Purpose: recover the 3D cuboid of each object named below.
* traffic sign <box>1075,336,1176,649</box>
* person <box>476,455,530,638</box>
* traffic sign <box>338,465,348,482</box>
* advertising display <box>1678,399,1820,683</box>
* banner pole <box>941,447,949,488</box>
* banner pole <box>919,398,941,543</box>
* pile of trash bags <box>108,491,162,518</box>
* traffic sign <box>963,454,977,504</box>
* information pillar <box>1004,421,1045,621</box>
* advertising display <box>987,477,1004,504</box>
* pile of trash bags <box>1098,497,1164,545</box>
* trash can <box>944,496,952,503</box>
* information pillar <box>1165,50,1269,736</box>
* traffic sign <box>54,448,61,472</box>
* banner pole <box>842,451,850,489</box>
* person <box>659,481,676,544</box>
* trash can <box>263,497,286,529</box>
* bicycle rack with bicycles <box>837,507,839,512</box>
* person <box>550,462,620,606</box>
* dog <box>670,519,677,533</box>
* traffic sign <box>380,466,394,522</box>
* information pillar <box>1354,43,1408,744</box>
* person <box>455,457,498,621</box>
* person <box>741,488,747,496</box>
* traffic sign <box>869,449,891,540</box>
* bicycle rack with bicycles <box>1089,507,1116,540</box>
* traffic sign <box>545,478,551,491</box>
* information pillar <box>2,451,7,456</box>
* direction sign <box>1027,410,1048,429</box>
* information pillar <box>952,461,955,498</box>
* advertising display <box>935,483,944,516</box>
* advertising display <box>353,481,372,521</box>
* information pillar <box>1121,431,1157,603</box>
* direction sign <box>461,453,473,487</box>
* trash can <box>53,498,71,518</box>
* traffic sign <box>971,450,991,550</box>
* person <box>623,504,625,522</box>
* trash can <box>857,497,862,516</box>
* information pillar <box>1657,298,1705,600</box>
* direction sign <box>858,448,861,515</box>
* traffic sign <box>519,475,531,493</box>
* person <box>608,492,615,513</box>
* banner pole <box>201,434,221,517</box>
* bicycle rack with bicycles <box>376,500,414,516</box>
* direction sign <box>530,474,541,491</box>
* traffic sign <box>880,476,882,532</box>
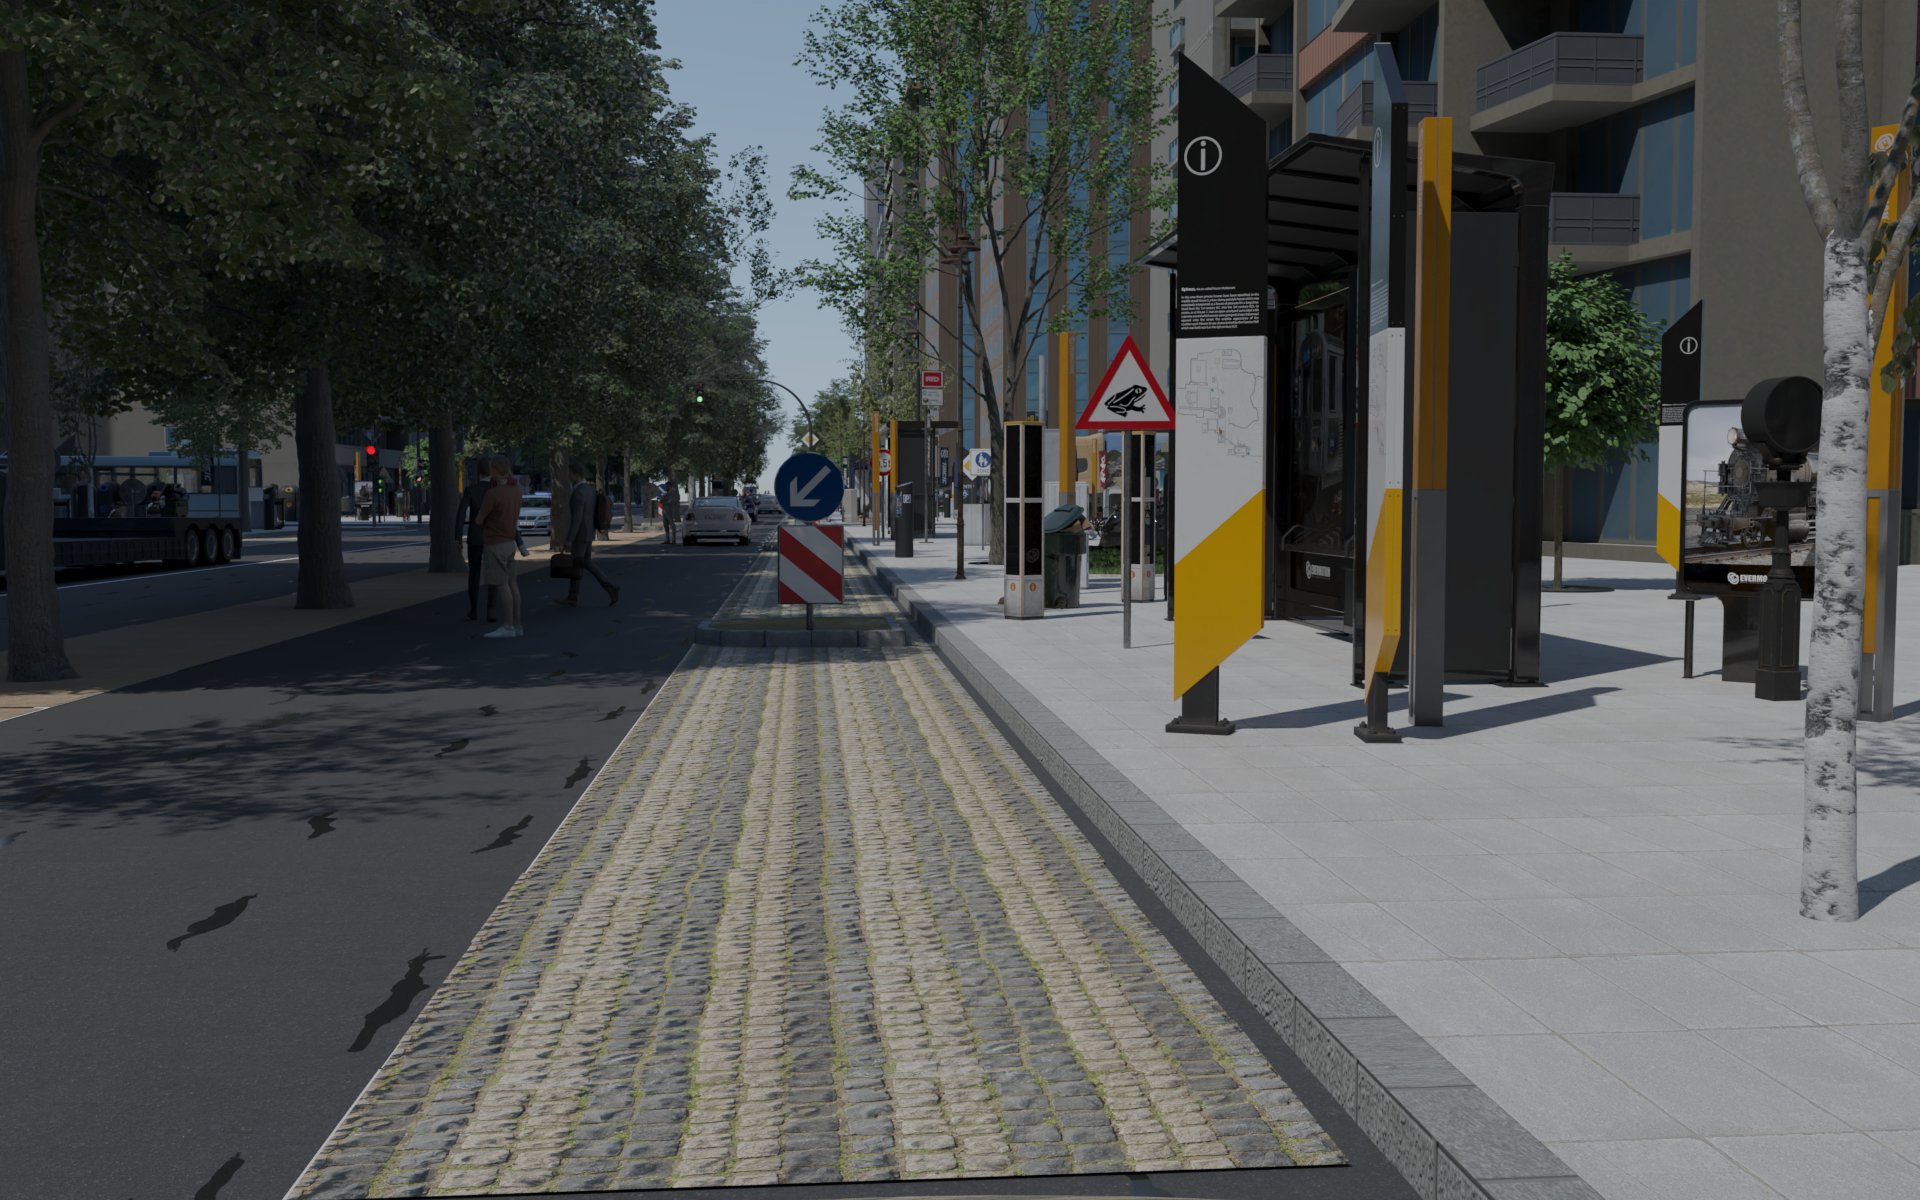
[{"bbox_3d":[1.386,-0.875,14.306,0.884,2.594,0.081,0,4,2],"label":"traffic sign"},{"bbox_3d":[-4.602,-0.547,17.425,0.573,1.828,0.580,-2,4,-33],"label":"person"},{"bbox_3d":[-28.188,-4.804,78.556,0.884,2.594,0.081,0,4,0],"label":"traffic sign"},{"bbox_3d":[5.387,-0.398,11.726,0.974,1.923,0.123,3,5,41],"label":"advertising display"},{"bbox_3d":[-0.861,-5.579,81.237,0.863,3.779,0.401,-2,4,-33],"label":"banner pole"},{"bbox_3d":[-0.839,-3.363,44.998,0.401,3.779,0.863,-1,4,-11],"label":"banner pole"},{"bbox_3d":[-25.046,-2.663,53.296,1.912,1.369,3.447,-1,4,-10],"label":"pile of trash bags"},{"bbox_3d":[0.326,-2.790,46.807,0.795,2.450,0.064,0,4,-4],"label":"traffic sign"},{"bbox_3d":[0.655,-0.806,17.669,0.304,2.012,0.304,-3,4,-36],"label":"information pillar"},{"bbox_3d":[1.536,-3.790,67.180,0.974,1.923,0.123,0,4,-3],"label":"advertising display"},{"bbox_3d":[4.738,-2.009,42.593,1.912,1.369,3.447,2,4,26],"label":"pile of trash bags"},{"bbox_3d":[-0.941,-7.566,135.361,0.748,1.137,0.748,0,3,0],"label":"trash can"},{"bbox_3d":[1.371,-1.091,9.193,0.504,3.616,0.183,1,4,21],"label":"information pillar"},{"bbox_3d":[-23.999,-2.776,45.500,0.768,2.556,0.104,0,4,-2],"label":"traffic sign"},{"bbox_3d":[-6.557,-6.754,100.438,0.401,3.779,0.863,-3,5,-44],"label":"banner pole"},{"bbox_3d":[-8.379,-2.496,49.489,0.511,1.800,0.466,2,4,27],"label":"person"},{"bbox_3d":[-24.937,-3.145,63.072,0.748,1.137,0.748,0,3,0],"label":"trash can"},{"bbox_3d":[-8.185,-6.848,125.342,2.852,0.926,2.925,-1,4,-17],"label":"bicycle rack with bicycles"},{"bbox_3d":[-4.779,-0.832,22.066,0.822,1.834,0.622,0,4,-3],"label":"person"},{"bbox_3d":[-10.696,-2.770,64.571,0.406,0.507,0.540,-3,4,-38],"label":"dog"},{"bbox_3d":[-26.778,-4.923,80.498,0.884,2.594,0.081,0,4,-4],"label":"traffic sign"},{"bbox_3d":[2.182,-1.072,8.879,0.183,3.616,0.504,0,4,2],"label":"information pillar"},{"bbox_3d":[-5.402,-0.692,19.595,0.659,1.850,0.755,-1,4,-21],"label":"person"},{"bbox_3d":[-14.537,-6.599,116.408,0.388,1.821,0.555,2,4,24],"label":"person"},{"bbox_3d":[-2.158,-2.969,48.645,0.768,2.556,0.104,0,4,-1],"label":"traffic sign"},{"bbox_3d":[4.011,-2.186,49.120,2.925,0.926,2.852,-1,4,-14],"label":"bicycle rack with bicycles"},{"bbox_3d":[-32.403,-8.355,136.713,0.768,2.556,0.104,0,4,3],"label":"traffic sign"},{"bbox_3d":[-50.385,-6.120,91.420,0.183,3.616,0.504,2,4,30],"label":"information pillar"},{"bbox_3d":[2.099,-3.376,47.203,0.379,3.537,0.876,-3,4,-37],"label":"direction sign"},{"bbox_3d":[-0.451,-8.074,123.371,0.183,3.616,0.504,1,4,14],"label":"information pillar"},{"bbox_3d":[-1.422,-5.993,103.201,0.974,1.923,0.123,-2,4,-30],"label":"advertising display"},{"bbox_3d":[-28.523,-4.756,82.969,0.974,1.923,0.123,-2,4,-25],"label":"advertising display"},{"bbox_3d":[2.107,-0.976,20.450,0.304,2.012,0.304,3,4,36],"label":"information pillar"},{"bbox_3d":[-27.041,-6.293,94.883,0.379,3.537,0.876,3,4,38],"label":"direction sign"},{"bbox_3d":[-29.499,-2.758,56.744,0.748,1.137,0.748,0,3,0],"label":"trash can"},{"bbox_3d":[0.523,-2.277,39.365,0.606,2.300,0.079,0,4,-5],"label":"traffic sign"},{"bbox_3d":[-17.283,-4.708,89.748,0.394,1.301,0.425,-2,4,-32],"label":"person"},{"bbox_3d":[-5.137,-4.434,84.146,0.748,1.137,0.748,0,3,0],"label":"trash can"},{"bbox_3d":[8.740,-1.813,20.991,0.504,3.616,0.183,3,5,42],"label":"information pillar"},{"bbox_3d":[-4.925,-5.707,85.304,0.379,3.537,0.876,0,4,4],"label":"direction sign"},{"bbox_3d":[-29.369,-7.147,116.957,0.768,2.556,0.104,0,4,-4],"label":"traffic sign"},{"bbox_3d":[-27.046,-7.580,134.240,0.589,1.601,0.330,0,4,-5],"label":"person"},{"bbox_3d":[-28.011,-4.579,64.882,0.863,3.779,0.401,-1,4,-22],"label":"banner pole"},{"bbox_3d":[-32.733,-5.262,99.415,2.852,0.926,2.925,0,4,4],"label":"bicycle rack with bicycles"},{"bbox_3d":[-33.337,-8.810,136.043,0.876,3.537,0.379,0,4,1],"label":"direction sign"},{"bbox_3d":[-2.652,-3.461,58.714,0.606,2.300,0.079,0,4,4],"label":"traffic sign"}]
